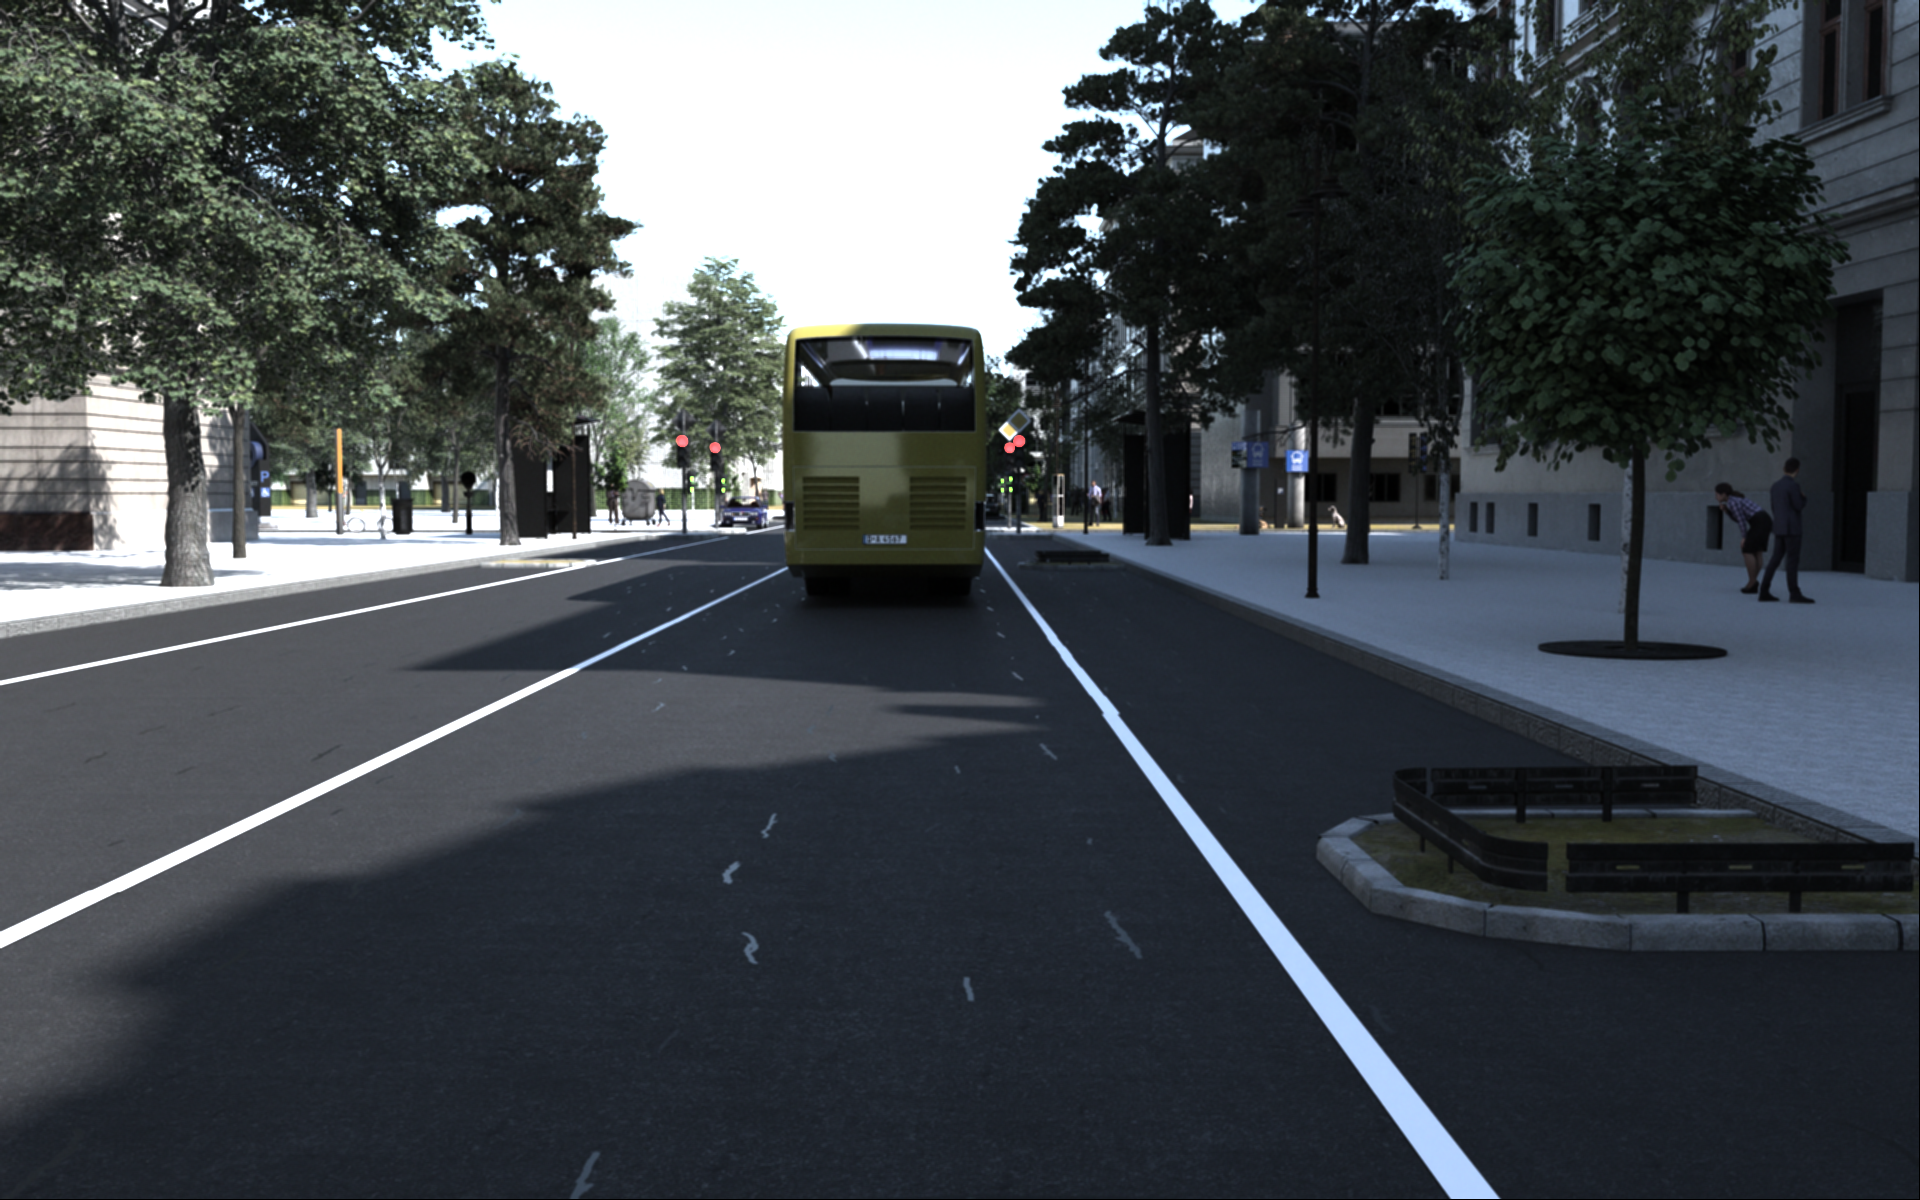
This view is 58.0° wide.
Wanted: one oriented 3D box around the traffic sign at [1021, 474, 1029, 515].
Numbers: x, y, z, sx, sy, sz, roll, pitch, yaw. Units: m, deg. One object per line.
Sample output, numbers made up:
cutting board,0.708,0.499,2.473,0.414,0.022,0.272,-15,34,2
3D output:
traffic sign,4.176,-6.538,106.994,0.768,2.556,0.104,0,4,7

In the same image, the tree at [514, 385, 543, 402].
tree,-21.679,-8.612,75.219,7.601,10.594,8.767,-3,4,-37

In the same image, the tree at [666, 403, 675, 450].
tree,-19.781,-10.873,128.143,4.360,8.622,3.978,0,3,0

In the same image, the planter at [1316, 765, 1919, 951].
planter,2.395,0.900,6.419,1.991,0.319,1.994,0,4,-1

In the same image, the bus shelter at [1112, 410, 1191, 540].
bus shelter,5.640,-3.671,51.309,1.731,3.624,6.357,0,4,0

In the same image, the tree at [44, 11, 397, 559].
tree,-14.390,-6.079,33.808,8.767,10.594,7.601,0,4,5

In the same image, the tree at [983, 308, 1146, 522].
tree,3.864,-8.788,78.099,8.767,10.594,7.601,-1,4,-10

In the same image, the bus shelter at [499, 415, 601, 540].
bus shelter,-12.198,-3.707,51.887,1.731,3.624,6.357,0,4,-1

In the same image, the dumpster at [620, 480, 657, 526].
dumpster,-13.075,-3.952,70.379,1.264,1.857,1.865,0,4,-1

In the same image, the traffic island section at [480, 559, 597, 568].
traffic island section,-8.384,-0.727,34.746,1.991,0.108,1.994,0,4,-1

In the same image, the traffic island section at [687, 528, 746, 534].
traffic island section,-8.998,-2.549,63.953,2.009,0.180,2.903,0,4,-1

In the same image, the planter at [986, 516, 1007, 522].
planter,1.605,-4.147,88.948,1.991,0.319,1.994,0,4,-1

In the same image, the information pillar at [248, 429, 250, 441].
information pillar,-27.136,-4.651,65.417,0.750,3.857,0.750,0,4,-1

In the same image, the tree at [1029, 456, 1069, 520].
tree,4.458,-5.536,85.117,1.663,3.219,1.824,0,3,0

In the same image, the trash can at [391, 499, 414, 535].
trash can,-17.545,-2.621,54.511,0.748,1.137,0.748,0,3,0

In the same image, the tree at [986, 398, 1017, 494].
tree,3.668,-18.906,215.760,9.857,13.997,8.962,0,3,0

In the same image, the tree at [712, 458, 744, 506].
tree,-12.398,-5.895,90.977,1.663,3.219,1.824,0,3,0

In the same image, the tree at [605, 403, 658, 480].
tree,-25.143,-11.195,133.396,4.360,8.622,3.978,0,3,0

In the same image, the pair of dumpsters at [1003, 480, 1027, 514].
pair of dumpsters,3.654,-6.788,113.476,1.574,2.255,4.436,0,4,0

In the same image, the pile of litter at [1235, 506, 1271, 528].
pile of litter,11.154,-3.136,65.237,1.176,0.858,1.719,-2,4,-33

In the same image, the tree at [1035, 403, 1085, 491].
tree,7.421,-11.122,132.214,4.737,8.622,4.395,0,3,0

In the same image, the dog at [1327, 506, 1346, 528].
dog,14.256,-3.095,64.986,0.513,0.831,0.800,-3,5,-40

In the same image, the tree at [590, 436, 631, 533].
tree,-11.303,-3.816,56.996,1.663,3.219,1.824,0,3,0

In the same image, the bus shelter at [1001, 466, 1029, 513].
bus shelter,3.921,-7.753,120.691,2.014,3.302,5.546,0,4,-1

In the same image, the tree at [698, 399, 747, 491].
tree,-18.696,-11.236,134.077,4.737,8.622,4.395,0,3,0

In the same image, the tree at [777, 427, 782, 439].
tree,-11.835,-10.965,129.646,4.737,8.622,4.395,0,3,0

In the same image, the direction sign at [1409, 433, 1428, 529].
direction sign,16.935,-4.409,64.084,0.379,3.537,0.876,-2,4,-33

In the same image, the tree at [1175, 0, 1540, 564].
tree,7.422,-6.703,31.657,6.751,12.117,7.091,0,3,0

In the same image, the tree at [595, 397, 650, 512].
tree,-24.825,-10.791,126.799,4.737,8.622,4.395,0,3,0

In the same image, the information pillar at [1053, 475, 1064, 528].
information pillar,3.692,-3.708,65.119,0.304,2.012,0.304,-3,5,-39

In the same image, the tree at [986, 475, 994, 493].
tree,2.739,-13.087,197.690,4.285,4.588,4.351,0,3,0

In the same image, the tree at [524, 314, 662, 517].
tree,-20.362,-10.414,96.030,9.928,11.665,9.643,0,3,0

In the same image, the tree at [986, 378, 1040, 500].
tree,3.257,-13.960,154.001,9.928,11.665,9.643,0,3,0

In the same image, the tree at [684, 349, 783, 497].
tree,-12.508,-10.529,106.556,8.767,10.594,7.601,-1,4,-20

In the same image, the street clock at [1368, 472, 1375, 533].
street clock,13.251,-3.172,56.429,0.471,2.002,0.358,-2,4,-27

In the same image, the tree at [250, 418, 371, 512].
tree,-50.584,-9.661,120.863,11.467,7.101,20.602,1,4,12

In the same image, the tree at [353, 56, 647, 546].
tree,-11.291,-7.378,42.680,6.751,12.117,7.091,0,3,0

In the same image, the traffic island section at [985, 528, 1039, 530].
traffic island section,1.843,-2.555,64.052,2.009,0.180,2.903,0,4,-1

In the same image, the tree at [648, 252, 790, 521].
tree,-10.911,-10.010,81.786,7.486,12.596,7.792,0,3,0

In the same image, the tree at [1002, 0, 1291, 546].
tree,4.746,-8.300,43.130,7.806,13.903,7.818,0,3,0

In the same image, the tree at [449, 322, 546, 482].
tree,-26.889,-11.420,104.851,7.486,12.596,7.792,0,3,0

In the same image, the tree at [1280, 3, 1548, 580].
tree,7.021,-4.611,25.752,4.360,8.622,3.978,0,3,0

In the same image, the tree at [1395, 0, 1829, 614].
tree,7.116,-4.174,18.603,4.737,8.622,4.395,0,3,0

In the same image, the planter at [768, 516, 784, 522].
planter,-8.914,-4.172,89.356,1.991,0.319,1.994,0,4,-1

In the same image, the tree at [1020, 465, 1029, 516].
tree,4.413,-6.400,99.235,1.663,3.219,1.824,0,3,0

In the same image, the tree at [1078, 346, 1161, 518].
tree,8.079,-8.275,85.658,4.360,8.622,3.978,0,3,0

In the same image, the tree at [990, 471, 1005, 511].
tree,3.073,-8.541,134.243,1.663,3.219,1.824,0,3,0

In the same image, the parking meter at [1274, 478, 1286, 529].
parking meter,11.836,-3.567,64.031,0.399,1.863,0.255,0,4,2

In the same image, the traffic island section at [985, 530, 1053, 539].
traffic island section,1.919,-2.066,56.067,2.009,0.180,2.903,0,4,-1

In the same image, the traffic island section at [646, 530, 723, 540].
traffic island section,-8.921,-2.060,55.968,2.009,0.180,2.903,0,4,-1

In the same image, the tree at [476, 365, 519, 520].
tree,-22.701,-8.193,84.316,4.360,8.622,3.978,0,3,0

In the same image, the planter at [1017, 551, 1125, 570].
planter,2.125,-0.768,33.694,1.991,0.319,1.994,0,4,-1

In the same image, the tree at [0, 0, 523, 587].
tree,-10.764,-7.151,23.580,9.857,13.997,8.962,0,3,0

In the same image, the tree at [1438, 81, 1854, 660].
tree,5.397,-1.846,13.903,4.285,4.588,4.351,0,3,0

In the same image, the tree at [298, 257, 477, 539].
tree,-16.599,-6.054,49.350,4.360,8.622,3.978,0,3,0

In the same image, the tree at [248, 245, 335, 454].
tree,-33.054,-10.510,79.269,7.806,13.903,7.818,0,3,0

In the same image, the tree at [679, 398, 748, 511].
tree,-16.704,-10.448,121.193,4.360,8.622,3.978,0,3,0
